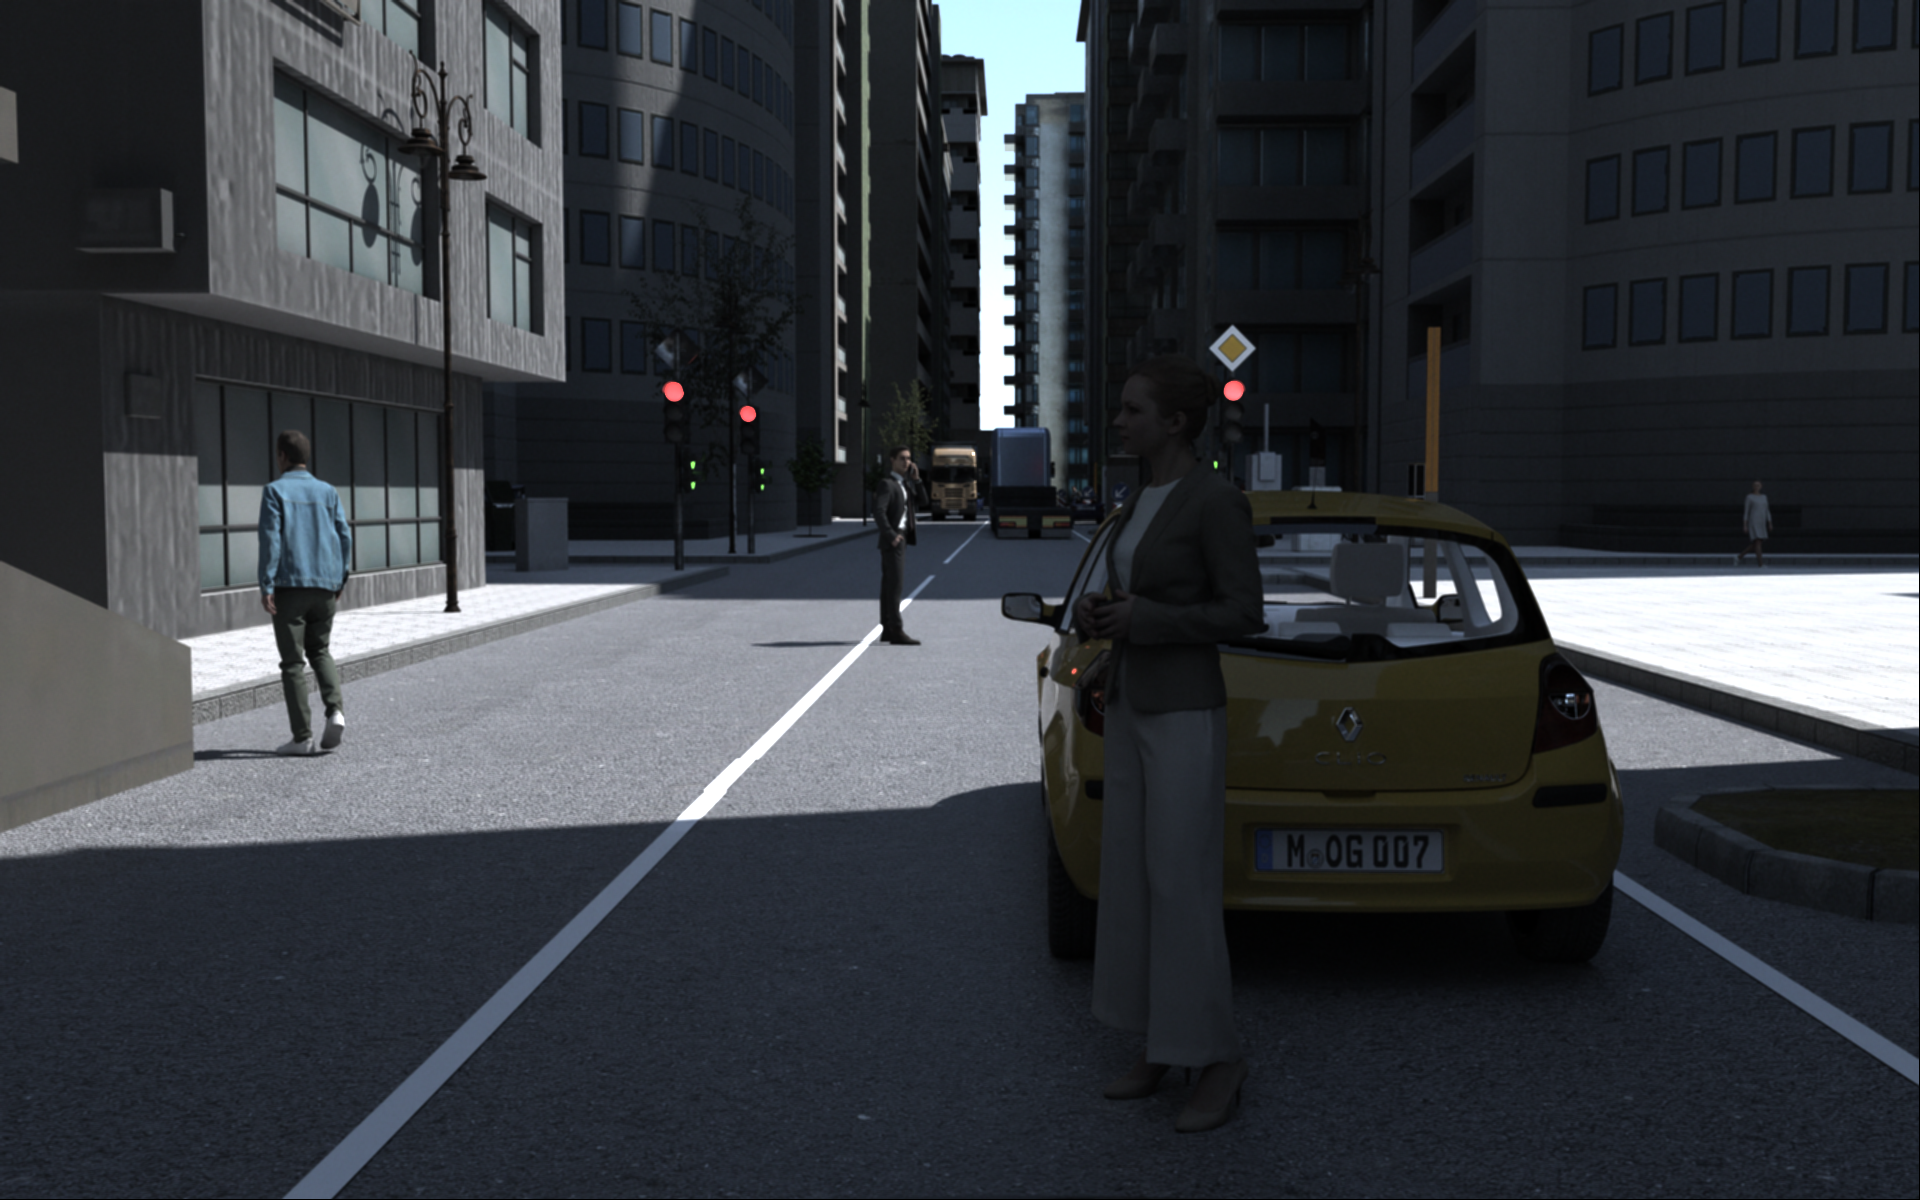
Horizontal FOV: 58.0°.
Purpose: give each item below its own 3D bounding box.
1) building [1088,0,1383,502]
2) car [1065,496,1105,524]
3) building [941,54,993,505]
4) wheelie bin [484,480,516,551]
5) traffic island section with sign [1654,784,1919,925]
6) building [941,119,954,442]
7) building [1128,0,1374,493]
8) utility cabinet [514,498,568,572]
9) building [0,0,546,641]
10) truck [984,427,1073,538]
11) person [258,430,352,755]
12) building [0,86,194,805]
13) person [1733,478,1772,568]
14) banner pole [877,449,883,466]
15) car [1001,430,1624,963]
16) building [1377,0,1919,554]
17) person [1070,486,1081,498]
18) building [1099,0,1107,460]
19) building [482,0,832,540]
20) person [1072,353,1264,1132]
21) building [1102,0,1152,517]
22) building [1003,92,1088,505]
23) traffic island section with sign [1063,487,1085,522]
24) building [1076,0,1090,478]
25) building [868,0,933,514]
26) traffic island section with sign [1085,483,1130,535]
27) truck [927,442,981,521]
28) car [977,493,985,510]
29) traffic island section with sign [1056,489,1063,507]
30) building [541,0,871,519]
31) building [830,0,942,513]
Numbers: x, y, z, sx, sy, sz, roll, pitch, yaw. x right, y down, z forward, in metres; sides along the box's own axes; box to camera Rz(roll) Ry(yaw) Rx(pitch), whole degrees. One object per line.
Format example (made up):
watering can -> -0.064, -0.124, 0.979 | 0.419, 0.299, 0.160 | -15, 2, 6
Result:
building -> 21.336, -36.865, 144.750 | 21.231, 58.520, 28.212 | 0, 4, 2
car -> 6.032, -4.321, 83.232 | 1.945, 1.354, 3.894 | 0, 4, 1
building -> -8.439, -37.940, 209.559 | 27.495, 52.752, 28.713 | 0, 4, 2
wheelie bin -> -10.442, -1.898, 38.937 | 0.693, 1.594, 0.980 | 3, 5, 44
traffic island section with sign -> 3.818, 0.126, 6.568 | 1.989, 1.847, 2.006 | 0, 4, 2
building -> -12.755, -29.393, 172.454 | 23.993, 40.220, 32.217 | 0, 4, 2
building -> 18.590, -27.622, 71.226 | 23.786, 49.044, 30.456 | 0, 4, 2
utility cabinet -> -7.009, -1.092, 29.009 | 0.306, 1.237, 1.020 | 2, 4, 28
building -> -12.644, -20.560, 19.748 | 14.086, 41.232, 14.154 | 0, 4, 2
truck -> 2.423, -4.545, 64.064 | 2.967, 4.110, 18.799 | 0, 4, 0
person -> -3.596, -0.041, 9.514 | 0.444, 1.785, 0.601 | 3, 5, 42
building -> -20.325, -18.931, 1.409 | 32.217, 40.220, 23.993 | 0, 4, 2
person -> 14.824, -1.413, 32.359 | 0.466, 1.731, 0.760 | -3, 5, -44
banner pole -> -4.441, -6.518, 96.584 | 0.401, 3.779, 0.863 | -2, 4, -28
car -> 1.161, 0.212, 6.751 | 2.015, 1.641, 3.980 | 0, 4, 2
building -> 26.833, -30.749, 44.753 | 28.212, 58.520, 21.231 | 0, 4, 2
person -> 6.050, -5.021, 90.400 | 0.655, 1.846, 0.447 | 3, 4, 38
building -> 17.266, -28.973, 123.822 | 14.600, 45.320, 14.200 | 0, 4, 2
building -> -16.388, -31.587, 58.448 | 21.231, 58.520, 28.212 | 0, 4, 2
person -> 0.453, 0.304, 4.079 | 0.362, 1.759, 0.519 | -2, 4, -25
building -> 15.367, -20.210, 102.135 | 14.160, 30.474, 14.107 | 0, 4, 2
building -> 20.437, -35.869, 206.071 | 30.456, 49.044, 23.786 | 0, 4, 2
traffic island section with sign -> 6.435, -4.899, 88.725 | 1.989, 1.847, 2.006 | 0, 4, 2
building -> 26.333, -35.702, 172.972 | 28.713, 52.752, 27.495 | 0, 4, 2
building -> -13.101, -30.518, 122.665 | 21.300, 48.544, 21.600 | 0, 4, 2
traffic island section with sign -> 5.577, -3.251, 61.783 | 1.989, 1.847, 2.006 | 0, 4, 2
truck -> -0.314, -6.467, 94.649 | 2.839, 4.237, 11.283 | 0, 3, 0
car -> 1.209, -8.768, 152.941 | 1.945, 1.707, 3.694 | 0, 4, 1
traffic island section with sign -> 8.916, -9.676, 166.829 | 1.989, 1.847, 2.006 | 0, 4, 2
building -> -12.147, -24.731, 87.950 | 14.154, 41.232, 14.086 | 0, 4, 2
building -> -8.786, -27.950, 140.570 | 14.154, 41.232, 14.086 | 0, 4, 2
